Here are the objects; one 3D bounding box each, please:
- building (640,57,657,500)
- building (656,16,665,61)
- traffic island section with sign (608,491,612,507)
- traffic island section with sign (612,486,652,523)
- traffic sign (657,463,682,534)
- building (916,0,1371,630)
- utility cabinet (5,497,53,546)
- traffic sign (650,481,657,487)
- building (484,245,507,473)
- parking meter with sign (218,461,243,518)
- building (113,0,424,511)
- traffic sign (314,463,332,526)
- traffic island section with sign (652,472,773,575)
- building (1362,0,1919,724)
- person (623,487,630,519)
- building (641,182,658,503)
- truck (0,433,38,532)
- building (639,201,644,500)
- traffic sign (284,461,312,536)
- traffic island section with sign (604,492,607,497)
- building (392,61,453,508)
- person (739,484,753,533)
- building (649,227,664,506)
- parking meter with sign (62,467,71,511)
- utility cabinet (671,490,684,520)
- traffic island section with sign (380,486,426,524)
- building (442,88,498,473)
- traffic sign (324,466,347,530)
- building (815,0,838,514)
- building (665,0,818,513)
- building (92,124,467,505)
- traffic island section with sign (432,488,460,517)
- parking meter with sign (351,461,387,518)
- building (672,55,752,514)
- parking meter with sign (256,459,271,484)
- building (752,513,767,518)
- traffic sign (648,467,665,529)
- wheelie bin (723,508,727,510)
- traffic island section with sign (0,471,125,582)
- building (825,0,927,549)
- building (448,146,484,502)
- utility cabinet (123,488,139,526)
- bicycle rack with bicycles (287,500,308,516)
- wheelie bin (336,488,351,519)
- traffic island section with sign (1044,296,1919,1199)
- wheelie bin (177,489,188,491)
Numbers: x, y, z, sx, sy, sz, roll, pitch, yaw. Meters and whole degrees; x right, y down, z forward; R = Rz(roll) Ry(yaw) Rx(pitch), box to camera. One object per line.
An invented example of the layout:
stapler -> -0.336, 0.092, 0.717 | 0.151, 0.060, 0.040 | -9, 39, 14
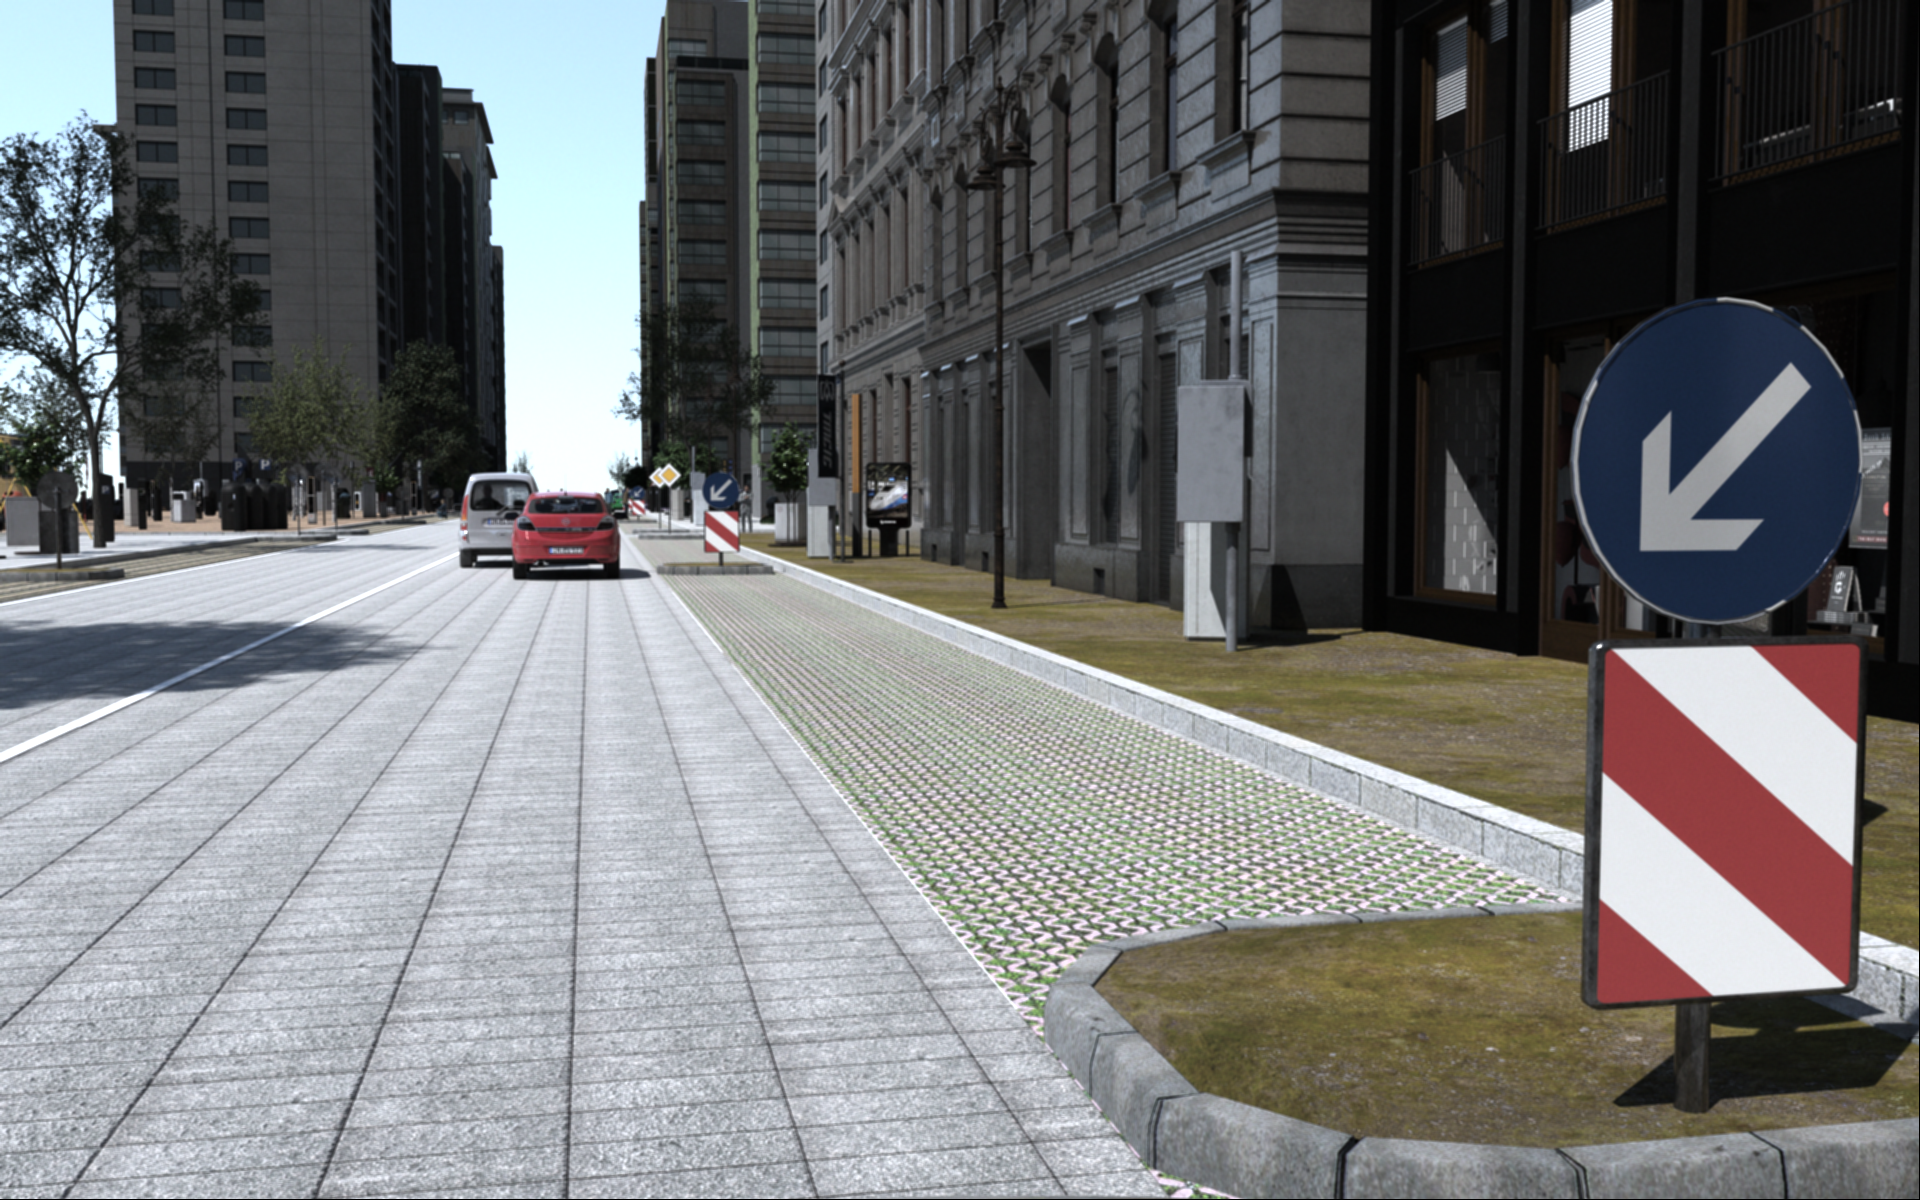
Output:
building -> -43.167, -51.770, 284.694 | 20.563, 71.187, 20.611 | -1, 4, -12
building -> -21.010, -31.322, 162.219 | 14.600, 45.320, 14.200 | -1, 4, -12
traffic island section with sign -> -21.653, -6.329, 112.101 | 1.989, 1.847, 2.006 | -1, 4, -12
traffic island section with sign -> -16.051, -4.716, 85.732 | 1.989, 1.847, 2.006 | -1, 4, -12
traffic sign -> -9.316, -3.172, 55.507 | 0.795, 2.450, 0.064 | -1, 4, -12
building -> 5.665, -10.780, 25.397 | 9.793, 20.994, 18.267 | -1, 4, -12
utility cabinet -> -23.070, -1.943, 42.937 | 1.020, 1.237, 0.306 | -2, 4, -33
traffic sign -> -21.552, -7.513, 122.847 | 0.884, 2.594, 0.081 | 0, 4, -5
building -> -79.969, -36.221, 275.809 | 14.154, 41.232, 14.086 | -1, 4, -12
parking meter with sign -> -38.533, -5.818, 91.387 | 1.738, 3.016, 0.543 | 2, 4, 35
building -> -54.893, -42.952, 140.518 | 20.563, 71.187, 20.611 | -1, 4, -12
traffic sign -> -25.932, -4.311, 70.591 | 0.768, 2.556, 0.104 | 0, 4, -5
traffic island section with sign -> -4.485, -1.390, 31.353 | 1.989, 1.847, 2.006 | -1, 4, -12
building -> 11.444, -10.977, 9.151 | 12.332, 23.373, 15.834 | -1, 4, -12
person -> -18.872, -5.470, 97.850 | 0.656, 1.842, 0.836 | 2, 4, 32
building -> -34.554, -33.466, 230.756 | 14.154, 41.232, 14.086 | -1, 4, -12
truck -> -33.262, -3.564, 54.198 | 9.791, 3.379, 3.469 | -1, 4, -12
building -> -38.003, -34.300, 244.398 | 14.154, 41.232, 14.086 | -1, 4, -12
traffic sign -> -20.320, -3.031, 53.197 | 0.795, 2.450, 0.064 | -1, 4, -12
traffic island section with sign -> -31.963, -9.292, 160.545 | 1.989, 1.847, 2.006 | -1, 4, -12
building -> -55.115, -29.090, 159.223 | 14.154, 41.232, 14.086 | -1, 4, -12
person -> -7.536, -3.198, 60.972 | 0.511, 1.800, 0.466 | 0, 4, -7
building -> -26.988, -25.605, 190.337 | 14.160, 30.474, 14.107 | -1, 4, -12
parking meter with sign -> -51.576, -6.327, 99.699 | 0.543, 3.016, 1.738 | -1, 4, -13
utility cabinet -> -13.841, -4.667, 84.986 | 0.318, 1.500, 1.173 | -2, 4, -25
traffic island section with sign -> -26.656, -4.545, 82.934 | 1.989, 1.847, 2.006 | -1, 4, -12
building -> -76.190, -39.006, 226.990 | 28.713, 52.752, 27.495 | -1, 4, -12
traffic sign -> -21.980, -3.509, 61.008 | 0.795, 2.450, 0.064 | -1, 4, -12
building -> 4.862, -39.116, 77.801 | 20.611, 71.187, 20.563 | -1, 4, -12
building -> -17.984, -28.403, 147.984 | 14.154, 41.232, 14.086 | -1, 4, -12
building -> -67.490, -29.641, 176.509 | 32.217, 40.220, 23.993 | -1, 4, -12
traffic island section with sign -> -32.393, -6.190, 109.835 | 1.989, 1.847, 2.006 | -1, 4, -12
parking meter with sign -> -31.550, -5.887, 92.515 | 1.738, 3.016, 0.543 | -2, 4, -24
building -> -12.651, -21.255, 119.223 | 14.160, 30.474, 14.107 | -1, 4, -12
parking meter with sign -> -35.060, -5.555, 87.081 | 0.543, 3.016, 1.738 | -2, 4, -31
building -> -5.025, -25.344, 97.963 | 14.154, 41.232, 14.086 | -1, 4, -12
traffic sign -> -10.977, -3.650, 63.318 | 0.795, 2.450, 0.064 | -1, 4, -12
wheelie bin -> -14.724, -6.076, 107.247 | 0.980, 1.594, 0.693 | 0, 4, 0
traffic island section with sign -> -15.199, -1.245, 28.987 | 1.989, 1.847, 2.006 | -1, 4, -12
building -> 3.078, -12.773, 44.993 | 11.583, 22.565, 21.152 | -1, 4, -12
building -> -62.501, -31.399, 196.962 | 14.154, 41.232, 14.086 | -1, 4, -12
utility cabinet -> -32.778, -3.659, 68.504 | 0.318, 1.500, 1.173 | -3, 4, -37
bicycle rack with bicycles -> -39.101, -5.338, 100.662 | 2.852, 0.926, 2.925 | -2, 4, -32
wheelie bin -> -32.302, -5.057, 90.596 | 0.980, 1.594, 0.693 | 1, 4, 22
traffic island section with sign -> 1.279, 0.268, 4.250 | 1.989, 1.847, 2.006 | -1, 4, -12
wheelie bin -> -50.497, -6.403, 112.598 | 0.980, 1.594, 0.693 | -1, 4, -18
